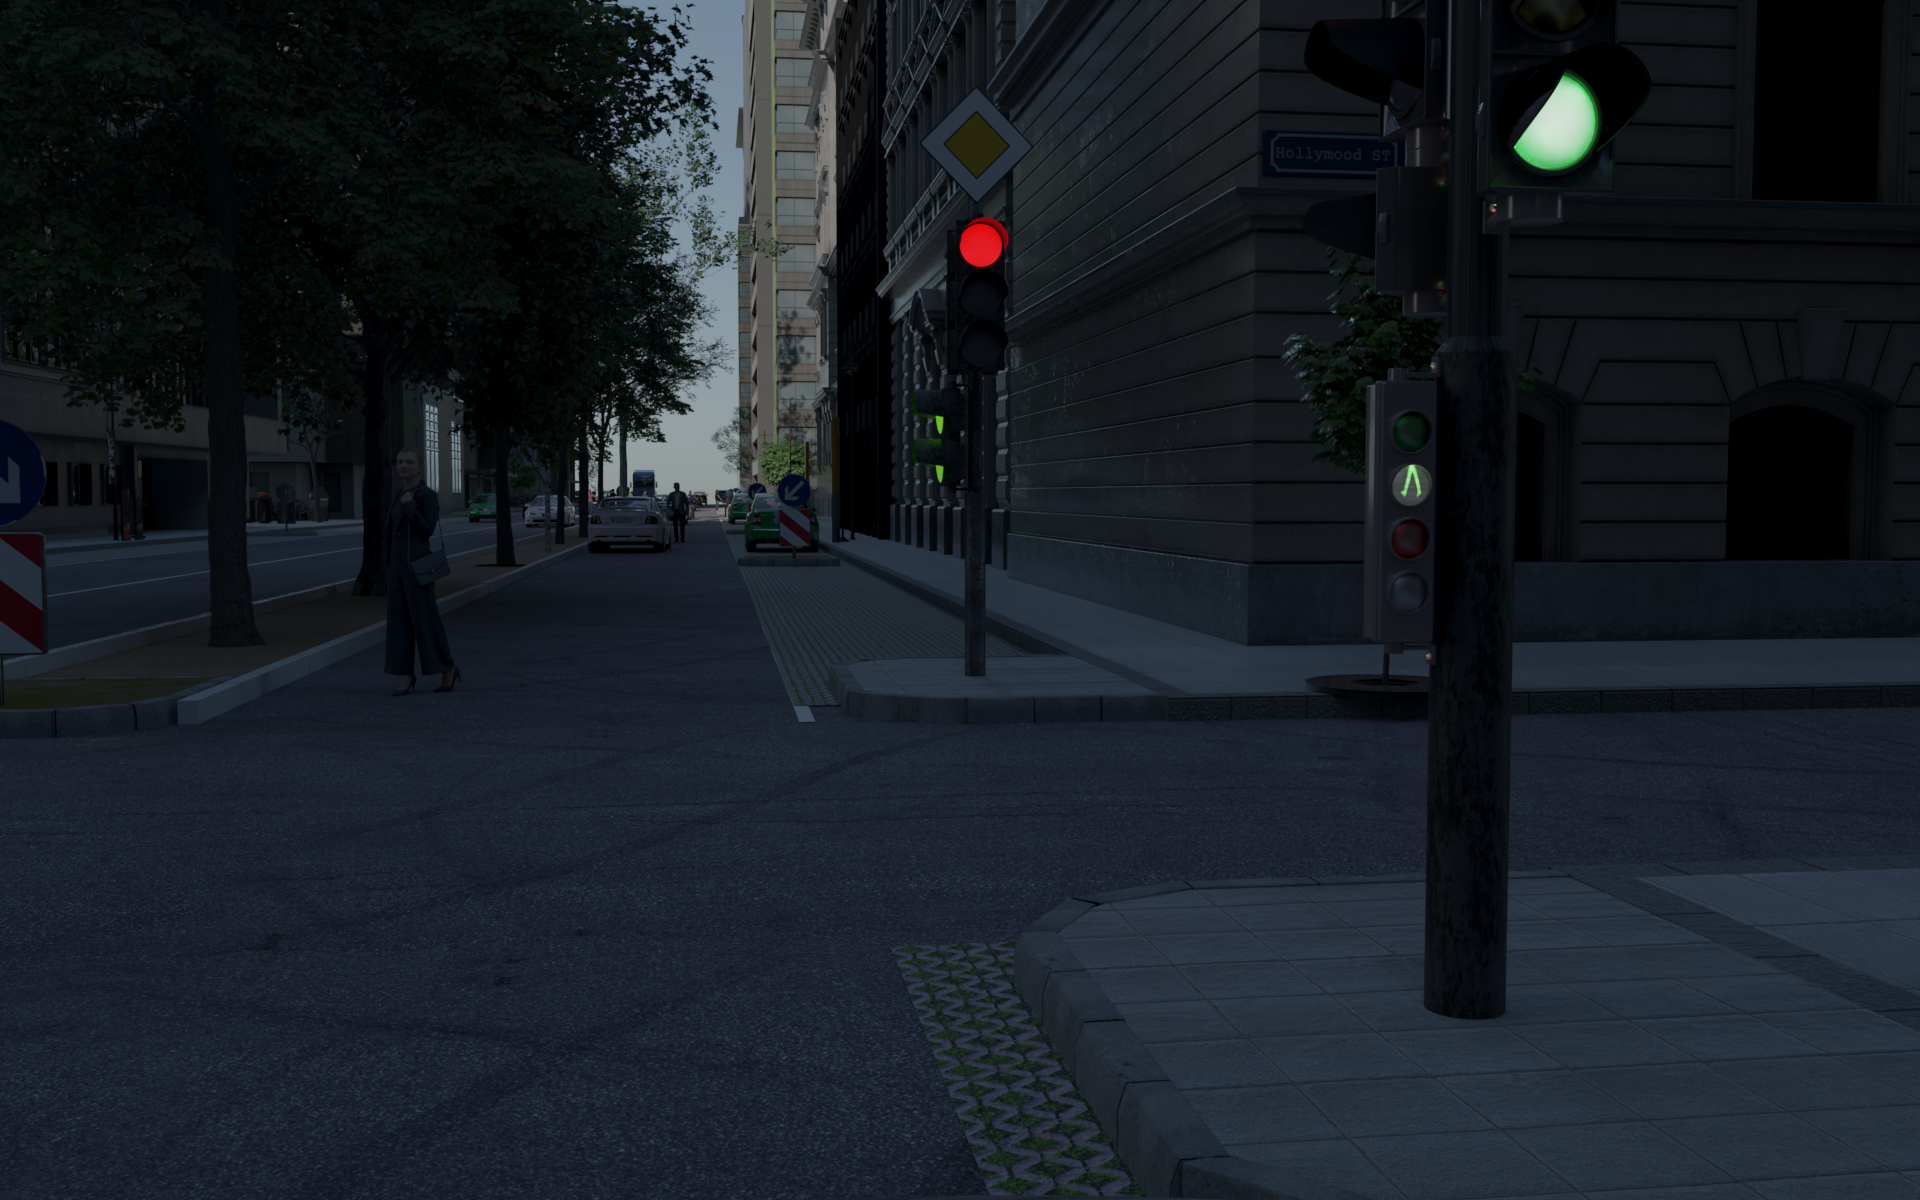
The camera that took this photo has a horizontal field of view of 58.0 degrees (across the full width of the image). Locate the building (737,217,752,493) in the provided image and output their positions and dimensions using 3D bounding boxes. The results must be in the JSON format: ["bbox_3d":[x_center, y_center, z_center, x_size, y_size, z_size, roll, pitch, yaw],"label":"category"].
[{"bbox_3d":[-16.371,-25.156,182.998,14.160,30.474,14.107,-1,4,-8],"label":"building"}]

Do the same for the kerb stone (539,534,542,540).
[{"bbox_3d":[-13.104,-1.918,53.548,0.120,0.150,1.000,-1,4,-8],"label":"kerb stone"}]

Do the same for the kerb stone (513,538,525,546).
[{"bbox_3d":[-12.365,-1.604,48.486,0.120,0.150,1.000,-1,4,-8],"label":"kerb stone"}]

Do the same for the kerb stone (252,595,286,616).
[{"bbox_3d":[-8.414,0.072,21.048,0.120,0.150,1.000,-1,4,-8],"label":"kerb stone"}]

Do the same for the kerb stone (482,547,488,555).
[{"bbox_3d":[-11.199,-1.108,40.373,0.120,0.150,1.000,-1,4,-8],"label":"kerb stone"}]

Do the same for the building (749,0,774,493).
[{"bbox_3d":[-7.450,-32.320,152.135,21.300,48.544,21.600,-1,4,-8],"label":"building"}]

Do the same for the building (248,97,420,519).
[{"bbox_3d":[-36.912,-19.501,90.541,14.160,30.474,14.107,-1,4,-8],"label":"building"}]

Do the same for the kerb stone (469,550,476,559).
[{"bbox_3d":[-10.906,-0.988,38.343,0.120,0.150,1.000,-1,4,-8],"label":"kerb stone"}]

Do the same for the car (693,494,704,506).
[{"bbox_3d":[-31.280,-11.884,204.519,2.015,1.641,3.980,0,4,-7],"label":"car"}]

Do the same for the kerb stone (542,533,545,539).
[{"bbox_3d":[-13.242,-1.978,54.570,0.120,0.150,1.000,-1,4,-8],"label":"kerb stone"}]

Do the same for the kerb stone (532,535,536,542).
[{"bbox_3d":[-12.810,-1.794,51.522,0.120,0.150,1.000,-1,4,-8],"label":"kerb stone"}]

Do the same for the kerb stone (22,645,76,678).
[{"bbox_3d":[-7.386,0.505,13.942,0.120,0.150,1.000,-1,4,-8],"label":"kerb stone"}]

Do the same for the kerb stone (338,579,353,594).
[{"bbox_3d":[-8.999,-0.178,25.113,0.120,0.150,1.000,-1,4,-8],"label":"kerb stone"}]

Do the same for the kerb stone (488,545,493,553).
[{"bbox_3d":[-11.349,-1.174,41.383,0.120,0.150,1.000,-1,4,-8],"label":"kerb stone"}]

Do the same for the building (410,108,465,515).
[{"bbox_3d":[-43.969,-48.800,110.560,22.319,86.520,31.000,-1,4,-8],"label":"building"}]

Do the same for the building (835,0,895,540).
[{"bbox_3d":[2.672,-13.879,56.595,12.332,23.373,15.834,-1,4,-8],"label":"building"}]

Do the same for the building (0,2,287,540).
[{"bbox_3d":[-31.474,-14.275,52.457,14.314,24.678,30.058,-1,4,-8],"label":"building"}]

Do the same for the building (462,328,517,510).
[{"bbox_3d":[-51.399,-33.699,140.215,28.713,52.752,27.495,-1,4,-8],"label":"building"}]

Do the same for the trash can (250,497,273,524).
[{"bbox_3d":[-30.255,-3.894,75.317,0.748,1.137,0.748,0,3,0],"label":"trash can"}]

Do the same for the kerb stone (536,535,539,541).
[{"bbox_3d":[-12.951,-1.856,52.538,0.120,0.150,1.000,-1,4,-8],"label":"kerb stone"}]

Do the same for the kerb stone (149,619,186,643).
[{"bbox_3d":[-7.828,0.319,16.984,0.120,0.150,1.000,-1,4,-8],"label":"kerb stone"}]

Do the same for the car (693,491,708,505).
[{"bbox_3d":[-33.981,-13.293,226.011,2.281,1.827,5.304,-1,4,-8],"label":"car"}]

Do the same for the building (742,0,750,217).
[{"bbox_3d":[-14.787,-40.472,203.709,21.231,58.520,28.212,-1,4,-8],"label":"building"}]

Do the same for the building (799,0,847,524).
[{"bbox_3d":[0.441,-17.663,76.187,14.401,28.519,23.554,-1,4,-8],"label":"building"}]

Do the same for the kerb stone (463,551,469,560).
[{"bbox_3d":[-10.757,-0.925,37.315,0.120,0.150,1.000,-1,4,-8],"label":"kerb stone"}]

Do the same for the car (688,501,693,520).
[{"bbox_3d":[-15.761,-5.112,95.583,2.014,1.417,4.499,0,4,-7],"label":"car"}]

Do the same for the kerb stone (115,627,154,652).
[{"bbox_3d":[-7.680,0.382,15.973,0.120,0.150,1.000,-1,4,-8],"label":"kerb stone"}]

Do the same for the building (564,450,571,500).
[{"bbox_3d":[-52.956,-26.233,200.614,14.160,30.474,14.107,-1,4,-8],"label":"building"}]

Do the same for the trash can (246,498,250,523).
[{"bbox_3d":[-31.495,-3.967,76.518,0.748,1.137,0.748,0,3,0],"label":"trash can"}]

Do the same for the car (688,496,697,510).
[{"bbox_3d":[-24.408,-8.670,154.337,1.945,1.354,3.894,0,4,-7],"label":"car"}]

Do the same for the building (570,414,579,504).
[{"bbox_3d":[-59.828,-34.645,221.069,22.147,44.769,28.867,-1,4,-8],"label":"building"}]

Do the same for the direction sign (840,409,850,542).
[{"bbox_3d":[-3.144,-3.326,46.378,0.379,3.537,0.876,0,4,2],"label":"direction sign"}]

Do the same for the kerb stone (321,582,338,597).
[{"bbox_3d":[-8.856,-0.116,24.095,0.120,0.150,1.000,-1,4,-8],"label":"kerb stone"}]

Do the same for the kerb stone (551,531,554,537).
[{"bbox_3d":[-13.683,-2.166,57.616,0.120,0.150,1.000,-1,4,-8],"label":"kerb stone"}]

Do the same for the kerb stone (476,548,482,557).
[{"bbox_3d":[-11.056,-1.049,39.354,0.120,0.150,1.000,-1,4,-8],"label":"kerb stone"}]

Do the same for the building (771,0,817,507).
[{"bbox_3d":[-4.171,-25.643,102.850,14.154,41.232,14.086,-1,4,-8],"label":"building"}]

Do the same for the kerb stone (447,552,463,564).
[{"bbox_3d":[-10.607,-0.862,36.297,0.120,0.150,1.000,-1,4,-8],"label":"kerb stone"}]

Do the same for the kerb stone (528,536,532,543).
[{"bbox_3d":[-12.661,-1.728,50.508,0.120,0.150,1.000,-1,4,-8],"label":"kerb stone"}]

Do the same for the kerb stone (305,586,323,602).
[{"bbox_3d":[-8.703,-0.050,23.080,0.120,0.150,1.000,-1,4,-8],"label":"kerb stone"}]

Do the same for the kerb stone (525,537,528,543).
[{"bbox_3d":[-12.529,-1.670,49.495,0.120,0.150,1.000,-1,4,-8],"label":"kerb stone"}]

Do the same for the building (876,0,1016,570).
[{"bbox_3d":[4.146,-12.804,38.224,11.050,23.489,19.941,-1,4,-8],"label":"building"}]

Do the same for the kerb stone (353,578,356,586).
[{"bbox_3d":[-9.152,-0.238,26.130,0.120,0.150,1.000,-1,4,-8],"label":"kerb stone"}]

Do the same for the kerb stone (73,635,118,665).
[{"bbox_3d":[-7.529,0.442,14.962,0.120,0.150,1.000,-1,4,-8],"label":"kerb stone"}]

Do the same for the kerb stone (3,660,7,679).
[{"bbox_3d":[-7.239,0.567,12.931,0.120,0.150,1.000,-1,4,-8],"label":"kerb stone"}]

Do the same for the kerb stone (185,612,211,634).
[{"bbox_3d":[-7.970,0.261,18.007,0.120,0.150,1.000,-1,4,-8],"label":"kerb stone"}]

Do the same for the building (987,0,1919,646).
[{"bbox_3d":[18.447,-12.372,21.362,34.723,24.649,14.460,-1,4,-8],"label":"building"}]

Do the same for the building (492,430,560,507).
[{"bbox_3d":[-53.432,-38.921,178.351,21.231,58.520,28.212,-1,4,-8],"label":"building"}]

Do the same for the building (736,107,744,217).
[{"bbox_3d":[-15.280,-39.346,232.552,28.713,52.752,27.495,-1,4,-8],"label":"building"}]

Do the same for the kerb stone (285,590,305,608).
[{"bbox_3d":[-8.557,0.008,22.068,0.120,0.150,1.000,-1,4,-8],"label":"kerb stone"}]

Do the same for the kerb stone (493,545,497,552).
[{"bbox_3d":[-11.493,-1.235,42.395,0.120,0.150,1.000,-1,4,-8],"label":"kerb stone"}]
